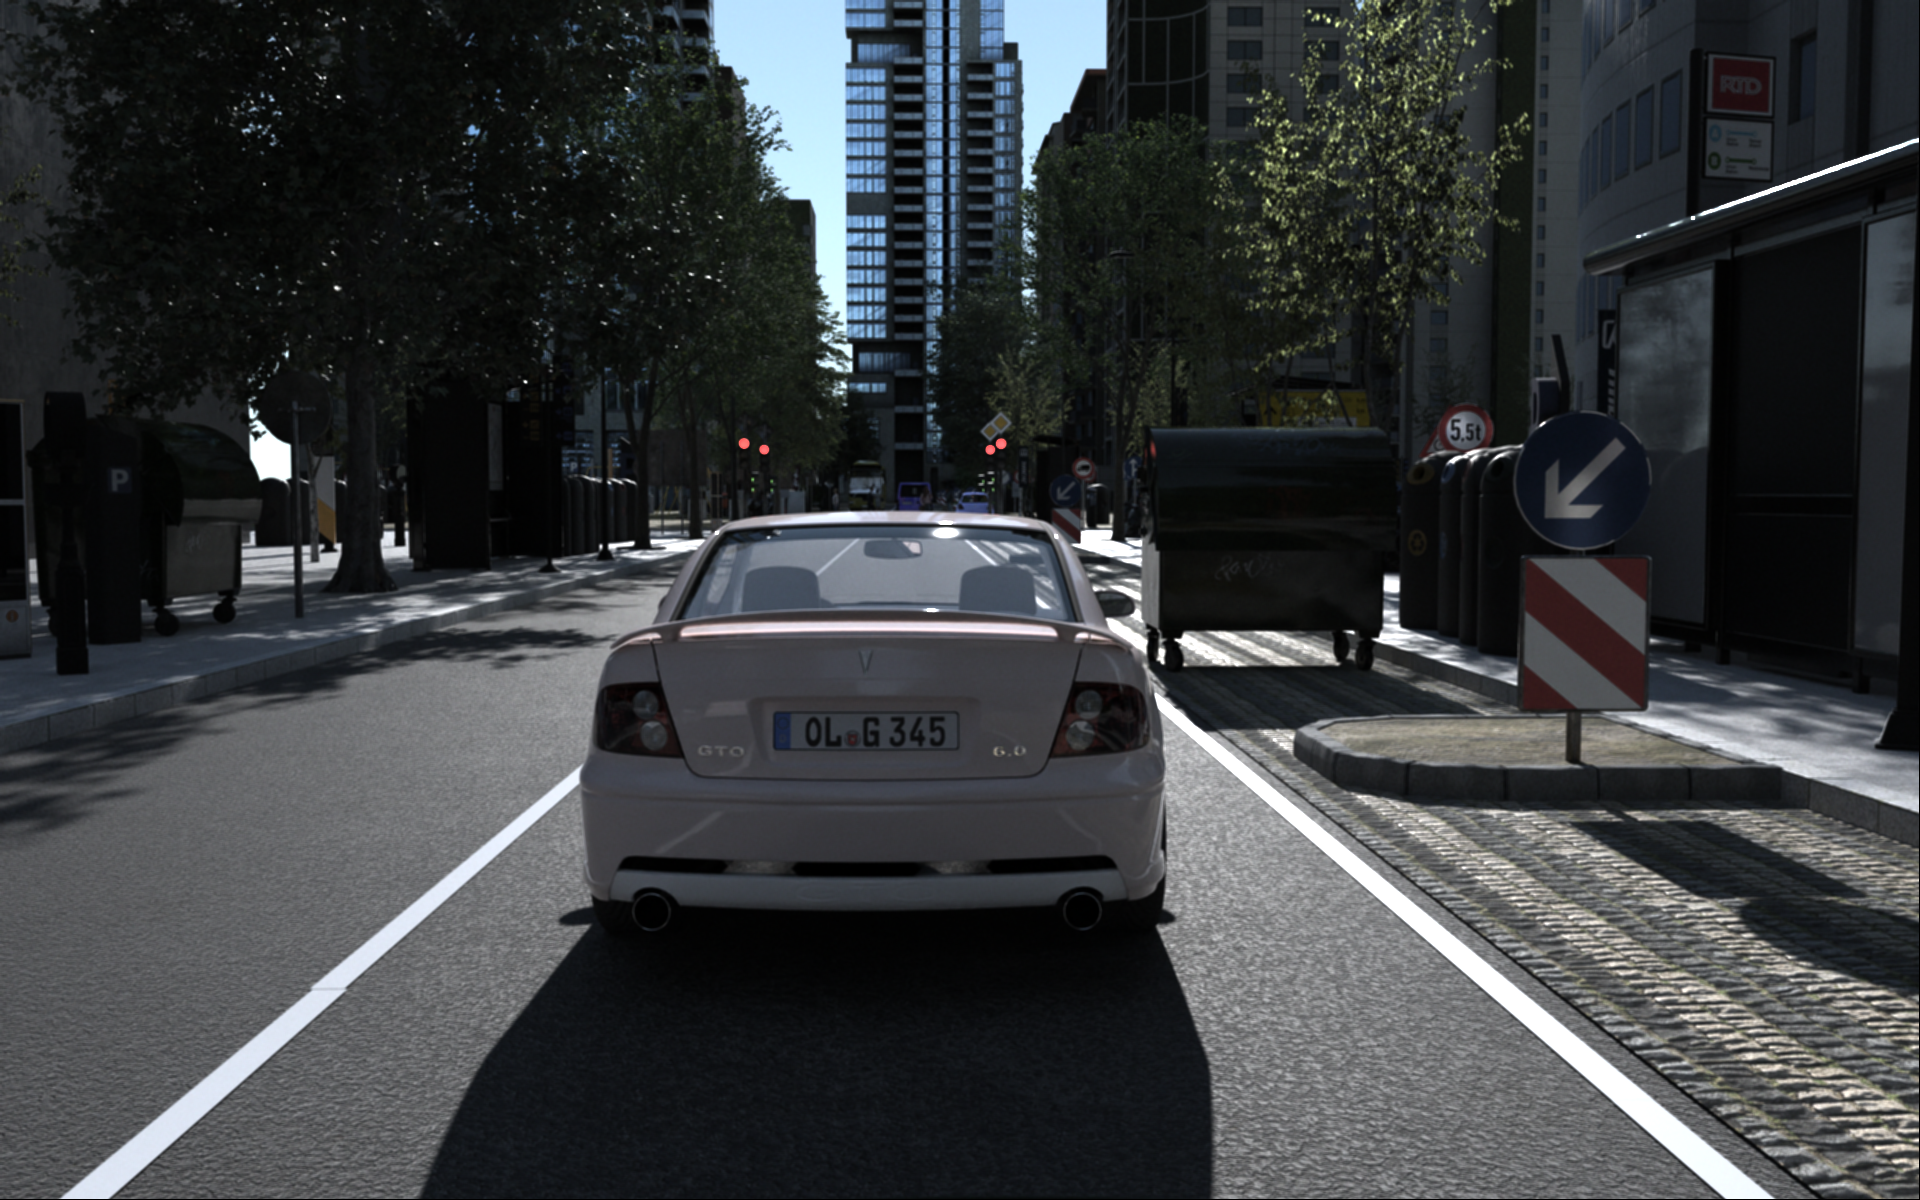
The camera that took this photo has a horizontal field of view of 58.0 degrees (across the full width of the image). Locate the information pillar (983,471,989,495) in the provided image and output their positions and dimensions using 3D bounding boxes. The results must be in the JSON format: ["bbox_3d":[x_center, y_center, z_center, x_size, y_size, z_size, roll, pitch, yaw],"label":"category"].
[{"bbox_3d":[1.974,-8.390,128.527,0.504,3.616,0.183,-1,4,-21],"label":"information pillar"}]

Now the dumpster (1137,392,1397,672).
[{"bbox_3d":[2.473,-0.573,14.324,1.985,2.255,1.502,0,4,-2],"label":"dumpster"}]

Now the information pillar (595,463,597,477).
[{"bbox_3d":[-27.115,-8.421,129.039,0.183,3.616,0.504,0,4,-1],"label":"information pillar"}]

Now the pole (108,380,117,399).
[{"bbox_3d":[-15.116,-2.273,31.001,0.158,3.312,0.155,0,3,0],"label":"pole"}]

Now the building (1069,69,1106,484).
[{"bbox_3d":[22.776,-32.012,178.016,22.147,44.769,28.867,0,4,-2],"label":"building"}]

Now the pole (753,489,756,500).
[{"bbox_3d":[-13.008,-7.084,109.662,0.158,3.312,0.155,0,3,0],"label":"pole"}]

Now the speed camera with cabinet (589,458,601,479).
[{"bbox_3d":[-20.426,-6.181,95.396,0.660,3.252,2.038,1,4,17],"label":"speed camera with cabinet"}]

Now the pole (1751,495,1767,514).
[{"bbox_3d":[11.759,-1.934,25.456,0.158,3.312,0.155,0,3,0],"label":"pole"}]

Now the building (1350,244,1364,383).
[{"bbox_3d":[38.041,-26.266,201.150,14.107,30.474,14.160,0,4,-2],"label":"building"}]

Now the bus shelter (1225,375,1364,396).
[{"bbox_3d":[7.121,-2.820,37.383,1.731,3.624,6.357,0,4,-1],"label":"bus shelter"}]

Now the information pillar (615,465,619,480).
[{"bbox_3d":[-27.159,-8.915,137.114,0.183,3.616,0.504,-2,4,-33],"label":"information pillar"}]

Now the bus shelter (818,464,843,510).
[{"bbox_3d":[-10.336,-9.031,138.941,1.731,3.624,6.357,0,4,-2],"label":"bus shelter"}]

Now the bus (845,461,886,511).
[{"bbox_3d":[-6.973,-8.516,130.776,2.896,3.916,12.252,0,4,-1],"label":"bus"}]

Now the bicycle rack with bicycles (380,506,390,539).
[{"bbox_3d":[-17.706,-2.251,50.185,2.852,0.926,2.925,-1,4,-10],"label":"bicycle rack with bicycles"}]

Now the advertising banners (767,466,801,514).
[{"bbox_3d":[-10.869,-6.783,107.094,2.074,3.025,0.090,0,4,6],"label":"advertising banners"}]

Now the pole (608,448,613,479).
[{"bbox_3d":[-15.537,-5.086,77.001,0.158,3.312,0.155,0,3,0],"label":"pole"}]

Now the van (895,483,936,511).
[{"bbox_3d":[-2.441,-5.490,94.138,2.240,2.365,5.245,0,4,-1],"label":"van"}]

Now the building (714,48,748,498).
[{"bbox_3d":[-29.550,-32.323,178.585,14.600,45.320,14.200,0,4,-2],"label":"building"}]

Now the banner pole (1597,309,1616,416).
[{"bbox_3d":[7.999,-1.876,20.694,0.863,3.779,0.401,0,4,3],"label":"banner pole"}]

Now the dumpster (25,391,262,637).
[{"bbox_3d":[-7.671,-0.844,16.296,1.502,2.255,1.985,0,4,-2],"label":"dumpster"}]

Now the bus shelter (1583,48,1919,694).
[{"bbox_3d":[6.481,-2.185,13.361,2.179,5.291,8.768,0,4,-2],"label":"bus shelter"}]

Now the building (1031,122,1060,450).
[{"bbox_3d":[24.883,-40.443,250.486,27.495,52.752,28.713,0,4,-2],"label":"building"}]

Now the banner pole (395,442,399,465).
[{"bbox_3d":[-27.005,-5.701,83.231,0.401,3.779,0.863,-1,4,-9],"label":"banner pole"}]

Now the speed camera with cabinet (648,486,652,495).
[{"bbox_3d":[-25.216,-8.895,139.769,0.660,3.252,2.038,-1,4,-11],"label":"speed camera with cabinet"}]

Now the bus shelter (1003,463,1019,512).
[{"bbox_3d":[3.361,-8.150,124.541,1.731,3.624,6.357,0,4,-2],"label":"bus shelter"}]

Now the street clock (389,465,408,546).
[{"bbox_3d":[-13.786,-2.325,42.580,0.358,2.002,0.471,1,4,19],"label":"street clock"}]

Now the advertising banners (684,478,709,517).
[{"bbox_3d":[-13.735,-5.858,91.974,2.074,3.025,0.090,0,4,-3],"label":"advertising banners"}]

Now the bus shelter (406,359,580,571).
[{"bbox_3d":[-8.412,-2.476,31.767,1.731,3.624,6.357,0,4,-2],"label":"bus shelter"}]

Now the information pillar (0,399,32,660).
[{"bbox_3d":[-7.466,-0.548,13.450,0.304,2.012,0.304,2,4,31],"label":"information pillar"}]

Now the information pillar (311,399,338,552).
[{"bbox_3d":[-14.023,-2.863,38.161,0.504,3.616,0.183,-1,4,-9],"label":"information pillar"}]

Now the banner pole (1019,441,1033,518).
[{"bbox_3d":[3.087,-5.486,79.707,0.863,3.779,0.401,-1,4,-17],"label":"banner pole"}]

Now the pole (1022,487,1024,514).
[{"bbox_3d":[4.089,-7.177,111.183,0.158,3.312,0.155,0,3,0],"label":"pole"}]

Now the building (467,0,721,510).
[{"bbox_3d":[-32.565,-51.499,154.676,22.319,86.520,31.000,0,4,-2],"label":"building"}]

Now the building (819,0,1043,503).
[{"bbox_3d":[-4.271,-57.067,245.719,31.000,86.520,22.319,0,4,-2],"label":"building"}]

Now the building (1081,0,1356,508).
[{"bbox_3d":[21.988,-43.684,152.485,20.563,71.187,20.611,0,4,-2],"label":"building"}]

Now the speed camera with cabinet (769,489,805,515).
[{"bbox_3d":[-10.026,-6.482,100.314,2.038,3.252,0.660,0,4,2],"label":"speed camera with cabinet"}]

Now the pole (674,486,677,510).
[{"bbox_3d":[-23.000,-8.940,140.014,0.158,3.312,0.155,0,3,0],"label":"pole"}]

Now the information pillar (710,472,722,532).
[{"bbox_3d":[-8.175,-3.280,58.120,0.304,2.012,0.304,1,4,16],"label":"information pillar"}]

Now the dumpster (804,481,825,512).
[{"bbox_3d":[-10.514,-7.501,125.130,1.502,2.255,1.985,0,4,-2],"label":"dumpster"}]

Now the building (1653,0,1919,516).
[{"bbox_3d":[23.965,-30.031,33.001,21.231,58.520,28.212,0,4,-2],"label":"building"}]

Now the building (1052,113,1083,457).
[{"bbox_3d":[18.156,-33.612,199.674,14.600,45.320,14.200,0,4,-2],"label":"building"}]

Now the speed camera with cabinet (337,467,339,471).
[{"bbox_3d":[-45.307,-7.945,124.232,2.038,3.252,0.660,-1,4,-19],"label":"speed camera with cabinet"}]

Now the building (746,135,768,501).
[{"bbox_3d":[-30.169,-31.522,198.974,14.086,41.232,14.154,0,4,-2],"label":"building"}]

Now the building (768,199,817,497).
[{"bbox_3d":[-27.284,-34.164,242.173,14.086,41.232,14.154,0,4,-2],"label":"building"}]

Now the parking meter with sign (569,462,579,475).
[{"bbox_3d":[-21.118,-5.917,93.002,0.543,3.016,1.738,1,4,18],"label":"parking meter with sign"}]

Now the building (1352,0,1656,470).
[{"bbox_3d":[59.817,-40.062,197.006,28.212,58.520,21.231,0,4,-2],"label":"building"}]

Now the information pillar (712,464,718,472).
[{"bbox_3d":[-18.831,-8.672,133.139,0.504,3.616,0.183,3,4,38],"label":"information pillar"}]

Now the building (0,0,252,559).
[{"bbox_3d":[-30.346,-15.011,38.938,24.014,27.812,14.314,0,4,-2],"label":"building"}]

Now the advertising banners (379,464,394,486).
[{"bbox_3d":[-33.868,-6.508,102.596,0.090,3.025,2.074,1,4,11],"label":"advertising banners"}]

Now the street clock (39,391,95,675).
[{"bbox_3d":[-6.344,-0.474,12.322,0.358,2.002,0.471,-2,4,-33],"label":"street clock"}]

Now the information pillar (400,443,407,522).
[{"bbox_3d":[-25.500,-5.382,79.356,0.183,3.616,0.504,0,4,-2],"label":"information pillar"}]

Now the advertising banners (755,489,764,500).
[{"bbox_3d":[-14.656,-8.122,128.974,2.074,3.025,0.090,0,4,8],"label":"advertising banners"}]

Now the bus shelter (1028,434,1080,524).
[{"bbox_3d":[3.863,-4.892,71.262,1.731,3.624,6.357,0,4,-2],"label":"bus shelter"}]

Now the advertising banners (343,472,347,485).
[{"bbox_3d":[-49.859,-8.702,138.471,2.074,3.025,0.090,-1,4,-22],"label":"advertising banners"}]

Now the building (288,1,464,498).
[{"bbox_3d":[-61.669,-46.218,193.916,20.611,71.187,20.563,0,4,-2],"label":"building"}]

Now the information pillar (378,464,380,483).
[{"bbox_3d":[-45.252,-8.785,134.982,0.183,3.616,0.504,-2,4,-23],"label":"information pillar"}]
